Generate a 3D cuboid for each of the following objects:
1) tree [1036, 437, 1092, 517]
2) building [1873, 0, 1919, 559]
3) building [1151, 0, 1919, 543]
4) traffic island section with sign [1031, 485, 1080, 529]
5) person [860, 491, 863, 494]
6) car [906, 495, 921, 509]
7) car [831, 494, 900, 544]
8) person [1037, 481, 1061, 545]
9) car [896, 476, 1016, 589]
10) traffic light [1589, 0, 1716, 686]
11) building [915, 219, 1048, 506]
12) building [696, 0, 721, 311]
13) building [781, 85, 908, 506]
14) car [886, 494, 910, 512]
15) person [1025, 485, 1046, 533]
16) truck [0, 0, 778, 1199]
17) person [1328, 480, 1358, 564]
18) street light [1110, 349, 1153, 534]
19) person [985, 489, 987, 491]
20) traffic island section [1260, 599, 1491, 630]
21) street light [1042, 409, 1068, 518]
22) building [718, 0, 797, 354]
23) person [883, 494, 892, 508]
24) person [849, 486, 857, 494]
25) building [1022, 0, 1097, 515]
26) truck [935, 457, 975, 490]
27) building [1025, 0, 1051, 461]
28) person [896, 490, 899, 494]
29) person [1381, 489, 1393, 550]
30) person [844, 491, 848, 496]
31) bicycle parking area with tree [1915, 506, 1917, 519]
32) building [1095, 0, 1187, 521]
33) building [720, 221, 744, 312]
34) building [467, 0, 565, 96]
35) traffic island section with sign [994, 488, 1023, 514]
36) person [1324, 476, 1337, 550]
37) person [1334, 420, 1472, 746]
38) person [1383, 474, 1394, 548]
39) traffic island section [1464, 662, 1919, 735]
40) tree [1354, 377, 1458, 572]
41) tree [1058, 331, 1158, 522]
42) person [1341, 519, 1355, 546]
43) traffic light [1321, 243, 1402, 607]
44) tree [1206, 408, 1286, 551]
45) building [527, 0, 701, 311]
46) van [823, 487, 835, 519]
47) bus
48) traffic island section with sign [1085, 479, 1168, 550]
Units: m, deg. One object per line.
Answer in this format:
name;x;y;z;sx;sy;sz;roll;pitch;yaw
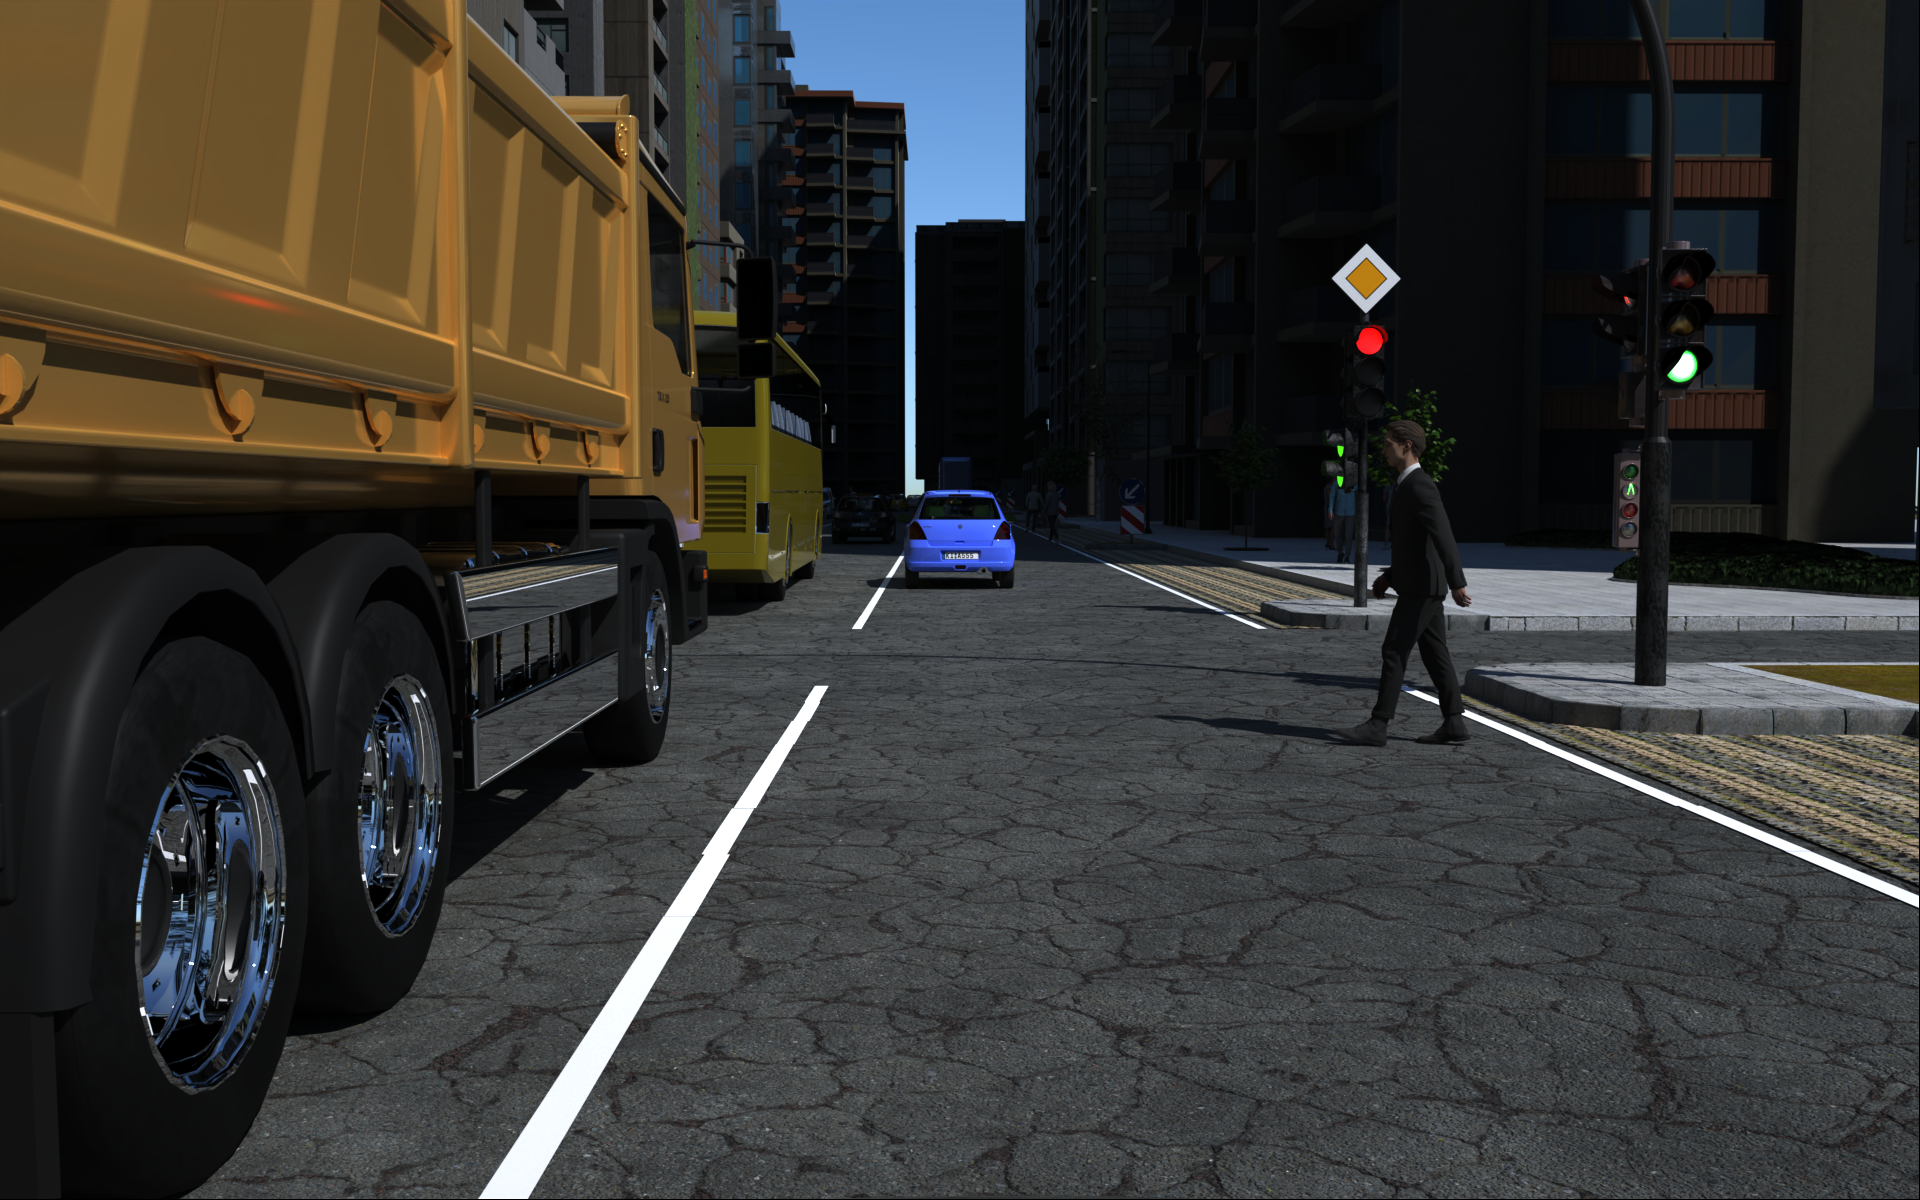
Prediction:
tree;5.911;-7.046;98.919;4.285;4.588;4.351;0;3;0
building;24.079;-20.862;24.685;14.086;41.232;14.154;0;4;-1
building;18.154;-24.662;57.852;22.147;44.769;28.867;0;4;-1
traffic island section with sign;3.978;-3.900;72.400;1.989;1.847;2.006;0;4;-1
person;-9.481;-9.775;168.835;0.721;1.766;1.217;0;4;2
car;-4.204;-9.174;162.360;2.083;1.381;4.827;0;4;1
car;-2.815;-2.533;51.206;2.009;1.686;4.222;0;4;1
person;2.533;-2.434;48.482;0.709;1.800;0.728;-3;5;-42
car;-0.050;-1.100;27.579;1.945;1.707;3.694;0;4;-2
traffic light;2.526;-2.246;11.392;4.771;5.953;1.251;0;4;-1
building;2.159;-25.278;184.999;14.107;30.474;14.160;0;4;-1
building;-21.935;-27.612;101.567;14.600;45.320;14.200;0;4;-1
building;-20.156;-32.642;188.320;28.867;44.769;22.147;0;4;-1
car;-5.136;-8.085;142.409;2.015;1.641;3.980;0;4;1
person;2.801;-3.356;63.854;0.782;1.767;0.515;0;4;4
truck;-2.826;-0.686;7.144;3.469;3.379;9.791;0;4;-1
person;7.146;-1.594;31.972;0.638;1.841;0.748;1;4;21
street light;5.515;-5.086;55.698;1.470;5.913;1.316;0;4;-1
person;2.118;-8.243;143.203;1.348;1.831;0.705;0;4;0
traffic island section;4.566;0.161;19.656;2.009;0.180;2.903;0;4;-1
street light;5.179;-7.458;94.477;1.470;5.913;1.316;0;4;-1
building;-30.517;-32.886;157.286;30.456;49.044;23.786;0;4;-1
person;-5.779;-7.735;138.154;0.628;1.438;0.799;2;4;32
person;-5.222;-4.596;83.736;0.778;1.811;0.616;-2;4;-24
building;15.529;-42.407;131.612;20.563;71.187;20.611;0;4;-1
truck;-0.018;-7.993;120.442;2.967;4.110;18.799;0;4;-2
building;19.891;-34.696;156.521;28.713;52.752;27.495;0;4;-1
person;-5.555;-8.992;155.538;0.705;1.821;1.348;-1;4;-18
person;10.000;-1.997;39.691;0.512;1.701;0.522;-1;4;-12
person;-10.903;-9.665;167.235;0.721;1.736;1.217;-3;5;-45
bicycle parking area with tree;48.960;-6.353;90.879;9.016;4.147;8.231;2;4;29
building;13.755;-24.694;87.334;14.154;41.232;14.086;0;4;-1
building;-28.591;-17.074;124.192;27.650;21.520;28.899;0;4;-1
building;-28.034;-28.380;53.259;28.713;52.752;27.495;0;4;-1
traffic island section with sign;3.409;-6.917;121.718;1.989;1.847;2.006;0;4;-1
person;8.600;-2.037;39.710;0.532;1.782;0.716;1;4;17
person;2.533;-0.097;9.865;0.755;1.850;0.659;1;4;16
person;10.381;-2.124;41.121;0.716;1.782;0.532;0;4;4
traffic island section;4.657;0.649;11.672;2.009;0.180;2.903;0;4;-1
tree;7.523;-2.087;28.728;1.663;3.219;1.824;0;3;0
tree;6.478;-7.823;78.263;4.360;8.622;3.978;0;3;0
person;9.581;-2.233;42.728;0.537;1.800;0.526;3;5;44
traffic light;4.526;-1.873;19.542;0.839;4.253;0.868;0;4;-1
tree;6.535;-2.731;39.246;1.663;3.219;1.824;0;3;0
building;-20.680;-24.523;84.547;14.154;41.232;14.086;0;4;-1
van;-8.189;-5.696;100.148;2.013;2.044;4.112;0;4;-1
bus;-3.586;-2.106;25.977;2.896;3.916;12.252;0;4;-1
traffic island section with sign;4.275;-2.221;44.936;1.989;1.847;2.006;0;4;-1
